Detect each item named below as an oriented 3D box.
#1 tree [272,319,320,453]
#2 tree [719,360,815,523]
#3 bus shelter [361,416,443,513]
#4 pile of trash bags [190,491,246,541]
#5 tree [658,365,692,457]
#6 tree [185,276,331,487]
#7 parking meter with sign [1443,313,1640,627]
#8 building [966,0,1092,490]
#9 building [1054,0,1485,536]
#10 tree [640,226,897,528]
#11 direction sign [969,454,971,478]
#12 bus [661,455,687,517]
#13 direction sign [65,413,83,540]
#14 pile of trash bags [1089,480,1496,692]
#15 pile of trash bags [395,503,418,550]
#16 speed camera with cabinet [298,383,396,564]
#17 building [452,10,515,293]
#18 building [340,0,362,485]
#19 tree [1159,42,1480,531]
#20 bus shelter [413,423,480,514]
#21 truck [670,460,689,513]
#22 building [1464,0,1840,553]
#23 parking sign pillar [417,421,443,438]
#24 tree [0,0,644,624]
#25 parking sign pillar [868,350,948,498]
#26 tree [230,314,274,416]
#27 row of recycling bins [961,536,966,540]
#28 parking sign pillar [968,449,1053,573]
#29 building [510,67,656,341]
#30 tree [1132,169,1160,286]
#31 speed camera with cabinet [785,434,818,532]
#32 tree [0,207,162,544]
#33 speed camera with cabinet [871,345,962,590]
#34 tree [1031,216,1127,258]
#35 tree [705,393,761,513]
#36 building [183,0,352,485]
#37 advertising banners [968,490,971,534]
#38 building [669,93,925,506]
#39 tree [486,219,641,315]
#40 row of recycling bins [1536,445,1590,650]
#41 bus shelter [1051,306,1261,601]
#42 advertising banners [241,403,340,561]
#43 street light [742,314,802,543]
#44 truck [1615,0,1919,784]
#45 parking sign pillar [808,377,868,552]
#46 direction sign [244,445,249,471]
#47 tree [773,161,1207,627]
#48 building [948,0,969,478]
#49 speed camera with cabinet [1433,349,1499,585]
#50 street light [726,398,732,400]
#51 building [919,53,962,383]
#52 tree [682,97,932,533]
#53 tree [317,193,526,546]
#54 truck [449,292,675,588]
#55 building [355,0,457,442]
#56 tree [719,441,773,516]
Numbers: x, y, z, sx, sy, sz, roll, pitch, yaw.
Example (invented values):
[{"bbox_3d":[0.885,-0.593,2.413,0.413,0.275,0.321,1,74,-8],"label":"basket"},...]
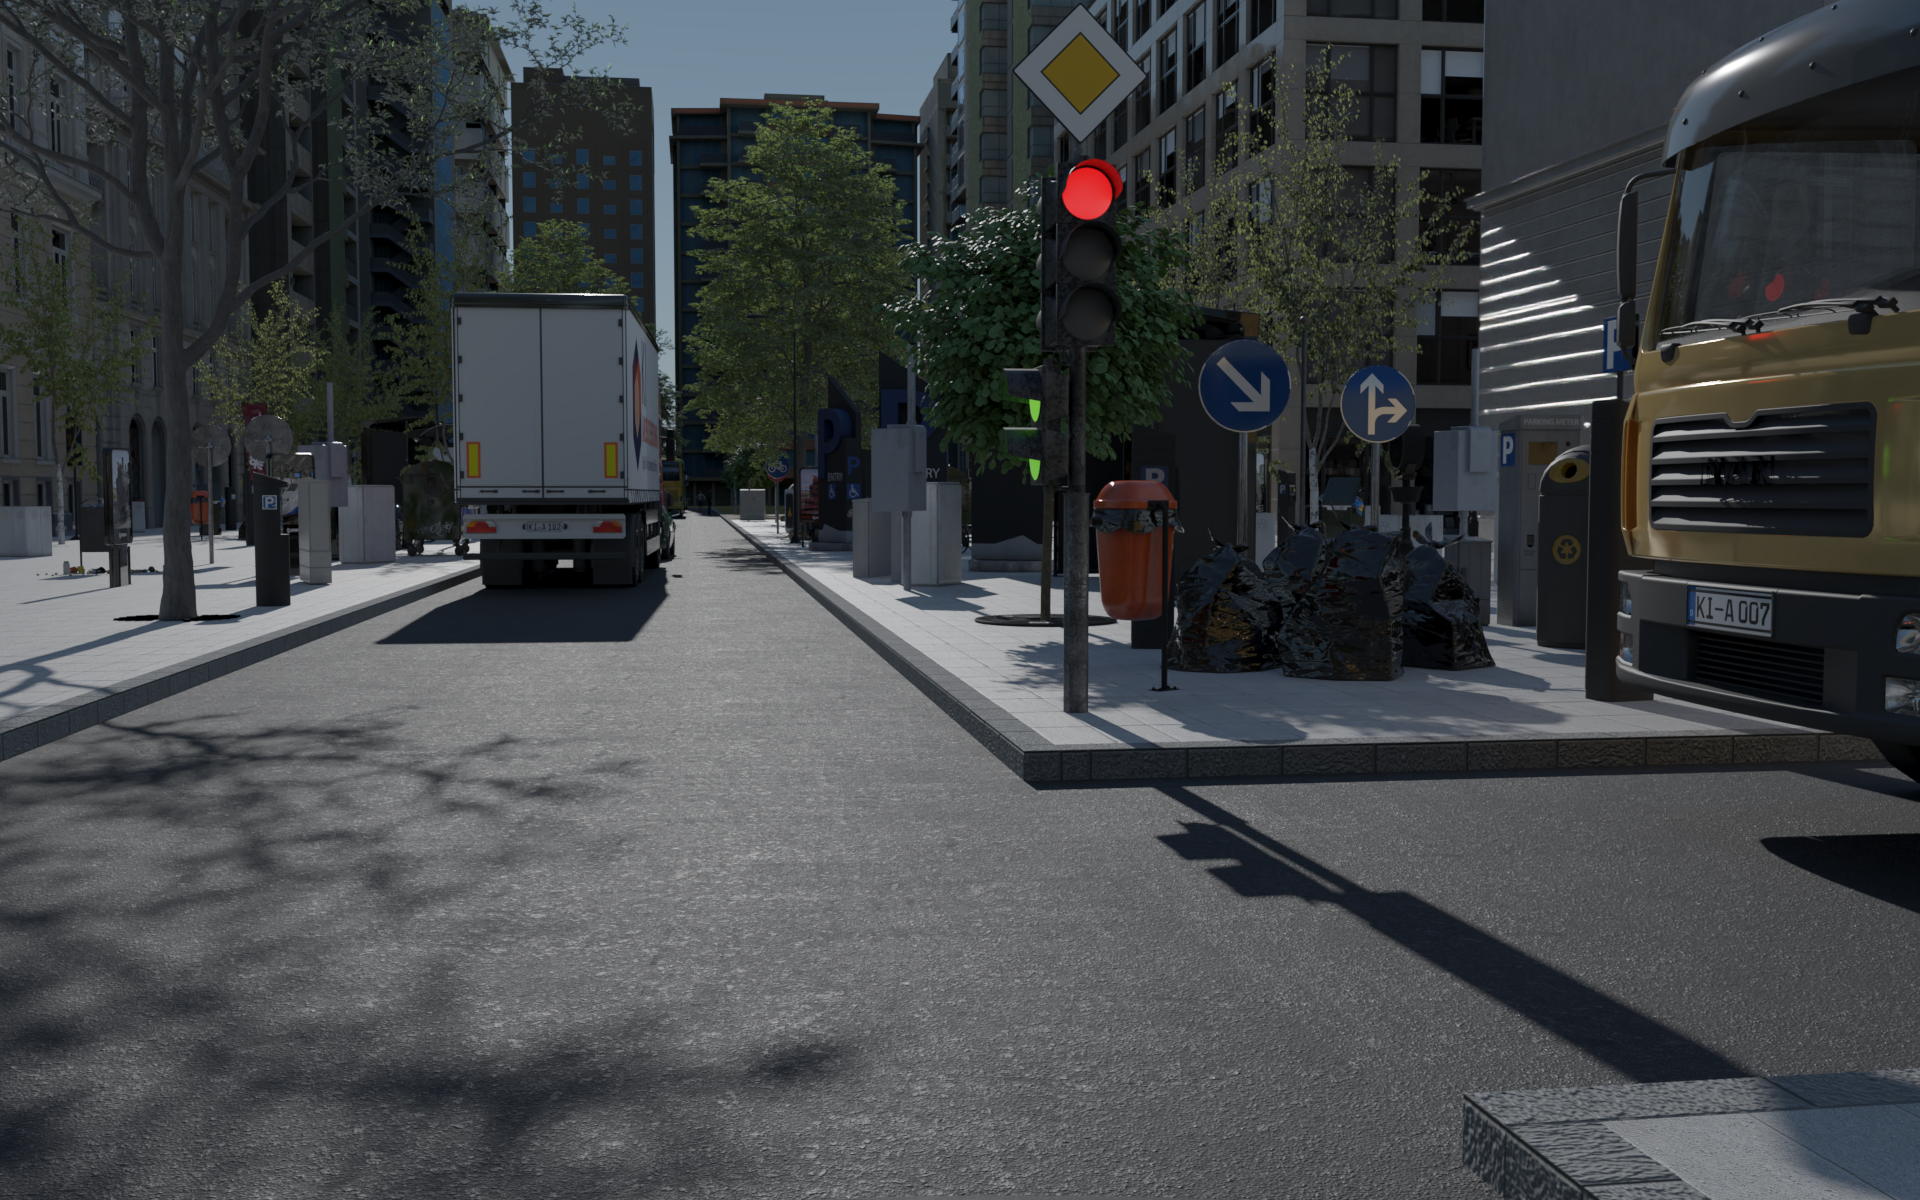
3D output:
[{"bbox_3d":[-23.238,-7.101,66.456,4.737,8.622,4.395,0,3,0],"label":"tree"},{"bbox_3d":[-8.407,-7.757,77.196,4.737,8.622,4.395,0,3,0],"label":"tree"},{"bbox_3d":[-17.477,-3.883,54.763,1.731,3.624,6.357,-1,4,-9],"label":"bus shelter"},{"bbox_3d":[-19.719,-2.367,48.456,3.447,1.369,1.912,-2,4,-28],"label":"pile of trash bags"},{"bbox_3d":[-27.512,-14.684,146.745,9.857,13.997,8.962,0,3,0],"label":"tree"},{"bbox_3d":[-23.205,-6.557,57.573,4.360,8.622,3.978,0,3,0],"label":"tree"},{"bbox_3d":[5.639,-1.262,16.902,1.738,3.016,0.543,0,4,-7],"label":"parking meter with sign"},{"bbox_3d":[7.214,-26.103,110.382,14.154,41.232,14.086,-1,4,-9],"label":"building"},{"bbox_3d":[16.724,-16.289,70.835,19.350,26.468,34.151,-1,4,-9],"label":"building"},{"bbox_3d":[-6.024,-8.553,65.589,9.928,11.665,9.643,0,3,0],"label":"tree"},{"bbox_3d":[0.781,-5.512,82.114,0.876,3.537,0.379,-3,4,-37],"label":"direction sign"},{"bbox_3d":[-18.681,-7.187,109.046,2.896,3.916,12.252,-1,4,-8],"label":"bus"},{"bbox_3d":[-24.592,-3.433,48.126,0.876,3.537,0.379,3,4,38],"label":"direction sign"},{"bbox_3d":[2.231,-0.162,12.402,3.447,1.369,1.912,-3,5,-42],"label":"pile of trash bags"},{"bbox_3d":[-13.687,-1.813,39.392,1.912,1.369,3.447,0,4,3],"label":"pile of trash bags"},{"bbox_3d":[-11.163,-2.277,31.567,0.660,3.252,2.038,1,4,18],"label":"speed camera with cabinet"},{"bbox_3d":[-61.576,-36.703,189.327,27.495,52.752,28.713,-1,4,-9],"label":"building"},{"bbox_3d":[-45.157,-40.624,102.461,20.563,71.187,20.611,-1,4,-9],"label":"building"},{"bbox_3d":[6.045,-4.792,28.716,4.360,8.622,3.978,0,3,0],"label":"tree"},{"bbox_3d":[-15.018,-3.571,52.304,2.014,3.302,5.546,-1,4,-9],"label":"bus shelter"},{"bbox_3d":[-21.819,-8.526,129.163,2.967,4.110,18.799,-1,4,-8],"label":"truck"},{"bbox_3d":[23.840,-11.764,34.138,24.055,21.916,13.314,-1,4,-9],"label":"building"},{"bbox_3d":[-19.623,-4.600,63.688,1.447,3.967,1.447,-1,4,-10],"label":"parking sign pillar"},{"bbox_3d":[-7.855,-6.543,17.346,12.009,13.543,11.850,0,3,0],"label":"tree"},{"bbox_3d":[-0.874,-2.683,32.346,1.447,3.967,1.447,0,4,3],"label":"parking sign pillar"},{"bbox_3d":[-27.613,-7.390,71.181,4.737,8.622,4.395,0,3,0],"label":"tree"},{"bbox_3d":[-1.141,-2.591,49.468,1.069,1.692,3.534,-3,5,-41],"label":"row of recycling bins"},{"bbox_3d":[0.862,-2.471,28.870,1.447,3.967,1.447,1,4,22],"label":"parking sign pillar"},{"bbox_3d":[-39.947,-32.779,186.055,14.200,45.320,14.600,-1,4,-9],"label":"building"},{"bbox_3d":[5.547,-5.275,36.608,4.360,8.622,3.978,0,3,0],"label":"tree"},{"bbox_3d":[-5.225,-3.883,57.824,0.660,3.252,2.038,-2,4,-28],"label":"speed camera with cabinet"},{"bbox_3d":[-22.658,-5.722,43.923,4.737,8.622,4.395,0,3,0],"label":"tree"},{"bbox_3d":[-0.585,-1.805,23.854,0.660,3.252,2.038,1,4,20],"label":"speed camera with cabinet"},{"bbox_3d":[2.739,-5.771,44.714,4.737,8.622,4.395,0,3,0],"label":"tree"},{"bbox_3d":[-15.228,-10.211,117.314,4.360,8.622,3.978,0,3,0],"label":"tree"},{"bbox_3d":[-39.447,-19.287,87.049,14.160,30.474,14.107,-1,4,-9],"label":"building"},{"bbox_3d":[0.883,-3.653,55.915,2.074,3.025,0.090,-2,4,-34],"label":"advertising banners"},{"bbox_3d":[-19.126,-32.904,192.601,28.867,44.769,22.147,-1,4,-9],"label":"building"},{"bbox_3d":[-16.883,-9.426,72.247,7.486,12.596,7.792,0,3,0],"label":"tree"},{"bbox_3d":[5.654,-0.379,13.312,1.069,1.692,3.534,-1,4,-13],"label":"row of recycling bins"},{"bbox_3d":[2.393,-1.995,23.903,1.731,3.624,6.357,-1,4,-9],"label":"bus shelter"},{"bbox_3d":[-12.801,-2.270,33.302,2.074,3.025,0.090,0,4,7],"label":"advertising banners"},{"bbox_3d":[-4.822,-4.426,44.913,1.470,5.913,1.316,-1,4,-9],"label":"street light"},{"bbox_3d":[7.115,-0.704,7.435,9.791,3.379,3.469,0,4,-7],"label":"truck"},{"bbox_3d":[-2.729,-3.104,39.230,1.447,3.967,1.447,-2,4,-33],"label":"parking sign pillar"},{"bbox_3d":[-26.544,-4.479,65.228,0.379,3.537,0.876,2,4,32],"label":"direction sign"},{"bbox_3d":[0.785,-2.051,17.241,4.285,4.588,4.351,0,3,0],"label":"tree"},{"bbox_3d":[7.599,-50.121,132.153,22.319,86.520,31.000,-1,4,-9],"label":"building"},{"bbox_3d":[7.593,-1.822,24.134,2.038,3.252,0.660,-1,4,-23],"label":"speed camera with cabinet"},{"bbox_3d":[-10.870,-6.804,83.789,1.470,5.913,1.316,-1,4,-9],"label":"street light"},{"bbox_3d":[6.416,-34.989,195.775,21.600,48.544,21.300,-1,4,-9],"label":"building"},{"bbox_3d":[-4.246,-8.080,50.227,7.486,12.596,7.792,0,3,0],"label":"tree"},{"bbox_3d":[-12.512,-5.668,43.036,4.737,8.622,4.395,0,3,0],"label":"tree"},{"bbox_3d":[-6.528,-2.501,29.805,2.839,4.237,11.283,0,4,-7],"label":"truck"},{"bbox_3d":[-47.290,-29.604,134.133,14.200,45.320,14.600,-1,4,-9],"label":"building"},{"bbox_3d":[-12.062,-7.295,102.994,4.285,4.588,4.351,0,3,0],"label":"tree"}]
